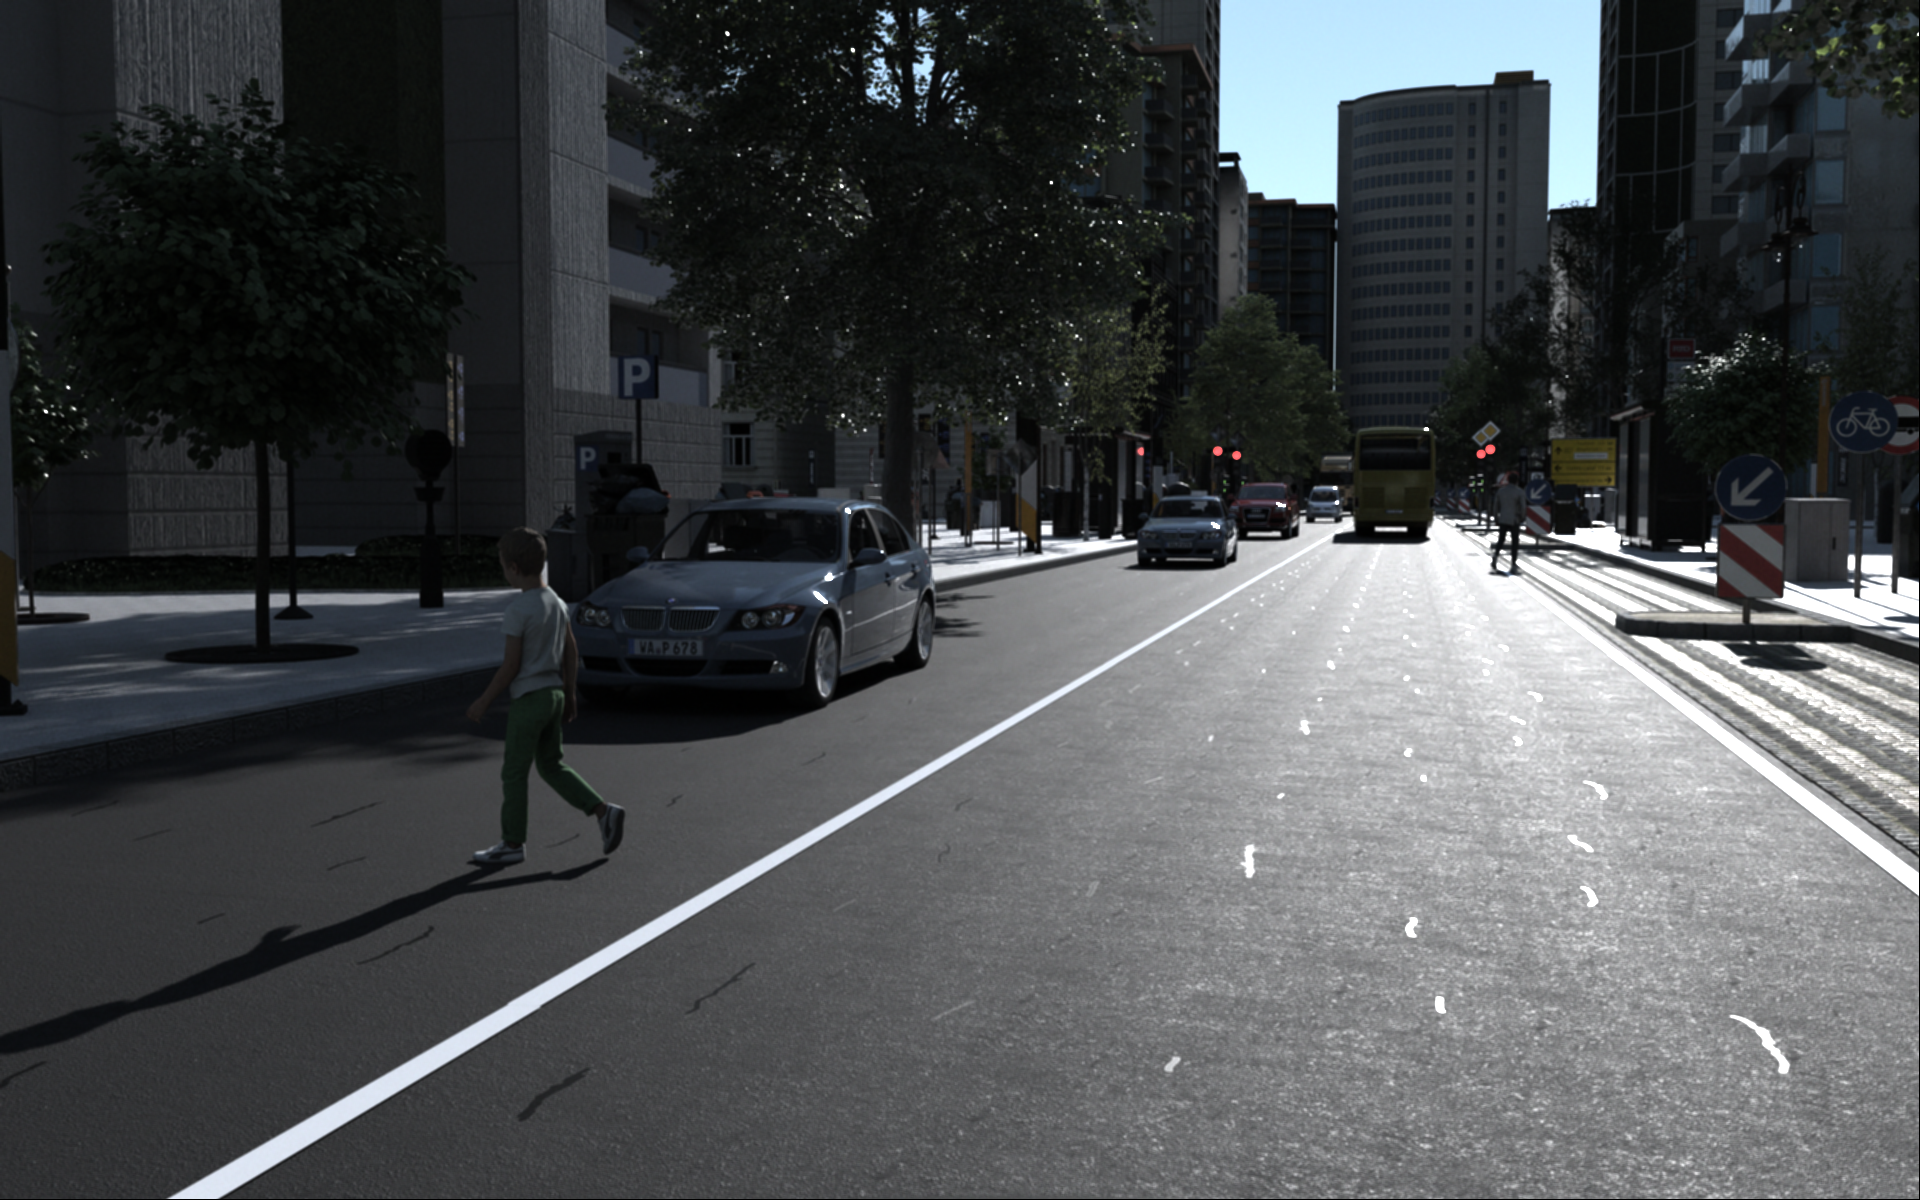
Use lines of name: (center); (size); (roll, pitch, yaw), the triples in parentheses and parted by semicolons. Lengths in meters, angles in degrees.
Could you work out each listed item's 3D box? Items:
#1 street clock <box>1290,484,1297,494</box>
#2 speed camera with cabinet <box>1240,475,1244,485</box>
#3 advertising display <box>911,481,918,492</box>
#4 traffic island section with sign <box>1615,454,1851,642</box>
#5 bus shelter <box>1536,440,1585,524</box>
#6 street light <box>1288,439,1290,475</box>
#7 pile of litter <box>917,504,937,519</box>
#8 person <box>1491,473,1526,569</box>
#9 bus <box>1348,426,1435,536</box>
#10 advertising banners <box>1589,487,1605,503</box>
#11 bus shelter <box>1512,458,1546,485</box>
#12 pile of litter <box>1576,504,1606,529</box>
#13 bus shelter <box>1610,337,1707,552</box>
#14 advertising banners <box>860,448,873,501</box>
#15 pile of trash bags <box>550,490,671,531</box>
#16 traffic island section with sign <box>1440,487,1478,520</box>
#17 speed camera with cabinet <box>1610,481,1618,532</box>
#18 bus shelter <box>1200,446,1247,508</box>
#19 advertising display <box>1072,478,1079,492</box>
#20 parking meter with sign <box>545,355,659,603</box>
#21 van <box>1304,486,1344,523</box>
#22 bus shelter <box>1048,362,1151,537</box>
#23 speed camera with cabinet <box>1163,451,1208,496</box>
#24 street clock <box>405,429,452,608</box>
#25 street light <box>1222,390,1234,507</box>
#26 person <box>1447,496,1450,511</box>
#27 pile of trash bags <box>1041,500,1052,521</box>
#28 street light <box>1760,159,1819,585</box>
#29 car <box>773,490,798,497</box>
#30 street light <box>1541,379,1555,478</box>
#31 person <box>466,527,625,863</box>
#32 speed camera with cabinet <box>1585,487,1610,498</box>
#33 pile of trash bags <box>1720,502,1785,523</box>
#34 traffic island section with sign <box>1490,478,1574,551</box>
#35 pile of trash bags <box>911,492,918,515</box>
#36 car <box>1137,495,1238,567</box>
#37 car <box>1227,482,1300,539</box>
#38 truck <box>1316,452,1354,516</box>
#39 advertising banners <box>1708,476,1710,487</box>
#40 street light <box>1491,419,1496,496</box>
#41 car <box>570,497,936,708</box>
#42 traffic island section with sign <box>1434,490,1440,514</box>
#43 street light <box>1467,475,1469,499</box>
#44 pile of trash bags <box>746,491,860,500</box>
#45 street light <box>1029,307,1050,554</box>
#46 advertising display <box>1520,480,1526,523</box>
street clock: (23.856, -7.295, 123.840); (0.471, 2.002, 0.358); (-2, 4, -28)
speed camera with cabinet: (18.724, -7.327, 114.125); (2.038, 3.252, 0.660); (-3, 5, -43)
advertising display: (-2.437, -4.838, 84.309); (0.974, 1.923, 0.123); (-1, 4, -21)
traffic island section with sign: (7.886, -0.565, 17.872); (1.989, 1.847, 2.006); (1, 4, 14)
bus shelter: (26.890, -5.277, 77.555); (1.731, 3.624, 6.357); (1, 4, 14)
street light: (22.468, -8.895, 118.218); (0.468, 5.910, 1.993); (1, 4, 14)
pile of litter: (-1.948, -4.513, 87.750); (1.719, 0.858, 1.176); (2, 4, 33)
person: (10.497, -1.516, 33.139); (0.661, 1.843, 0.795); (3, 5, 41)
bus: (15.322, -4.293, 61.739); (2.896, 3.916, 12.252); (1, 4, 12)
advertising banners: (37.940, -6.423, 101.210); (2.074, 3.025, 0.090); (2, 4, 26)
bus shelter: (32.659, -6.410, 98.728); (2.014, 3.302, 5.546); (1, 4, 14)
pile of litter: (23.566, -3.120, 64.976); (1.176, 0.858, 1.719); (0, 4, 6)
bus shelter: (17.188, -3.955, 42.288); (2.179, 5.291, 8.768); (1, 4, 14)
advertising banners: (-3.485, -4.212, 65.059); (0.090, 3.025, 2.074); (1, 4, 11)
pile of trash bags: (-7.767, -1.825, 39.598); (1.912, 1.369, 3.447); (2, 4, 28)
traffic island section with sign: (28.339, -5.457, 97.853); (1.989, 1.847, 2.006); (1, 4, 14)
speed camera with cabinet: (22.396, -3.847, 57.234); (0.660, 3.252, 2.038); (0, 4, -6)
bus shelter: (13.294, -5.860, 87.097); (1.731, 3.624, 6.357); (1, 4, 14)
advertising display: (4.897, -3.992, 70.484); (0.123, 1.923, 0.974); (3, 5, 40)
parking meter with sign: (-4.366, -1.519, 21.097); (0.543, 3.016, 1.738); (1, 4, 23)
van: (18.624, -4.980, 88.438); (2.013, 2.044, 4.112); (1, 4, 15)
bus shelter: (4.383, -4.743, 55.187); (2.179, 5.291, 8.768); (1, 4, 14)
speed camera with cabinet: (10.472, -5.280, 80.662); (2.038, 3.252, 0.660); (0, 4, -7)
street clock: (-5.972, -0.914, 19.515); (0.358, 2.002, 0.471); (3, 5, 40)
street light: (11.916, -6.380, 77.096); (0.468, 5.910, 1.993); (1, 4, 14)
person: (41.916, -8.540, 148.816); (0.721, 1.739, 1.217); (1, 4, 11)
pile of trash bags: (2.907, -4.410, 81.852); (3.447, 1.369, 1.912); (-2, 4, -28)
street light: (11.597, -3.154, 24.361); (0.468, 5.910, 1.993); (1, 4, 14)
car: (-9.147, -4.276, 78.946); (4.494, 1.783, 2.155); (1, 4, 13)
street light: (22.098, -5.650, 65.167); (0.468, 5.910, 1.993); (1, 4, 14)
person: (-1.611, 0.368, 6.739); (0.590, 1.304, 0.306); (0, 4, 0)
speed camera with cabinet: (36.456, -6.483, 100.338); (2.038, 3.252, 0.660); (0, 4, -3)
pile of trash bags: (28.500, -3.127, 60.882); (3.447, 1.369, 1.912); (1, 4, 13)
traffic island section with sign: (14.769, -2.210, 44.760); (1.989, 1.847, 2.006); (1, 4, 14)
pile of trash bags: (-2.940, -3.661, 69.612); (3.447, 1.369, 1.912); (3, 4, 36)
car: (4.748, -1.452, 35.743); (2.014, 1.417, 4.499); (1, 4, 13)
car: (10.020, -2.957, 57.027); (2.281, 1.827, 5.304); (1, 4, 15)
truck: (26.036, -7.899, 118.054); (2.839, 4.237, 11.283); (1, 4, 16)
advertising banners: (60.008, -8.649, 137.606); (2.074, 3.025, 0.090); (0, 4, -3)
street light: (32.339, -8.099, 105.200); (0.468, 5.910, 1.993); (1, 4, 14)
car: (-1.400, -0.076, 13.247); (2.014, 1.417, 4.499); (1, 4, 13)
traffic island section with sign: (35.108, -7.074, 124.286); (1.989, 1.847, 2.006); (1, 4, 14)
street light: (42.730, -10.572, 145.644); (0.468, 5.910, 1.993); (1, 4, 14)
pile of trash bags: (-4.956, -2.656, 53.176); (3.447, 1.369, 1.912); (-2, 4, -25)
street light: (1.682, -3.918, 36.849); (0.468, 5.910, 1.993); (1, 4, 14)
advertising display: (25.043, -4.394, 77.056); (0.123, 1.923, 0.974); (1, 4, 23)
